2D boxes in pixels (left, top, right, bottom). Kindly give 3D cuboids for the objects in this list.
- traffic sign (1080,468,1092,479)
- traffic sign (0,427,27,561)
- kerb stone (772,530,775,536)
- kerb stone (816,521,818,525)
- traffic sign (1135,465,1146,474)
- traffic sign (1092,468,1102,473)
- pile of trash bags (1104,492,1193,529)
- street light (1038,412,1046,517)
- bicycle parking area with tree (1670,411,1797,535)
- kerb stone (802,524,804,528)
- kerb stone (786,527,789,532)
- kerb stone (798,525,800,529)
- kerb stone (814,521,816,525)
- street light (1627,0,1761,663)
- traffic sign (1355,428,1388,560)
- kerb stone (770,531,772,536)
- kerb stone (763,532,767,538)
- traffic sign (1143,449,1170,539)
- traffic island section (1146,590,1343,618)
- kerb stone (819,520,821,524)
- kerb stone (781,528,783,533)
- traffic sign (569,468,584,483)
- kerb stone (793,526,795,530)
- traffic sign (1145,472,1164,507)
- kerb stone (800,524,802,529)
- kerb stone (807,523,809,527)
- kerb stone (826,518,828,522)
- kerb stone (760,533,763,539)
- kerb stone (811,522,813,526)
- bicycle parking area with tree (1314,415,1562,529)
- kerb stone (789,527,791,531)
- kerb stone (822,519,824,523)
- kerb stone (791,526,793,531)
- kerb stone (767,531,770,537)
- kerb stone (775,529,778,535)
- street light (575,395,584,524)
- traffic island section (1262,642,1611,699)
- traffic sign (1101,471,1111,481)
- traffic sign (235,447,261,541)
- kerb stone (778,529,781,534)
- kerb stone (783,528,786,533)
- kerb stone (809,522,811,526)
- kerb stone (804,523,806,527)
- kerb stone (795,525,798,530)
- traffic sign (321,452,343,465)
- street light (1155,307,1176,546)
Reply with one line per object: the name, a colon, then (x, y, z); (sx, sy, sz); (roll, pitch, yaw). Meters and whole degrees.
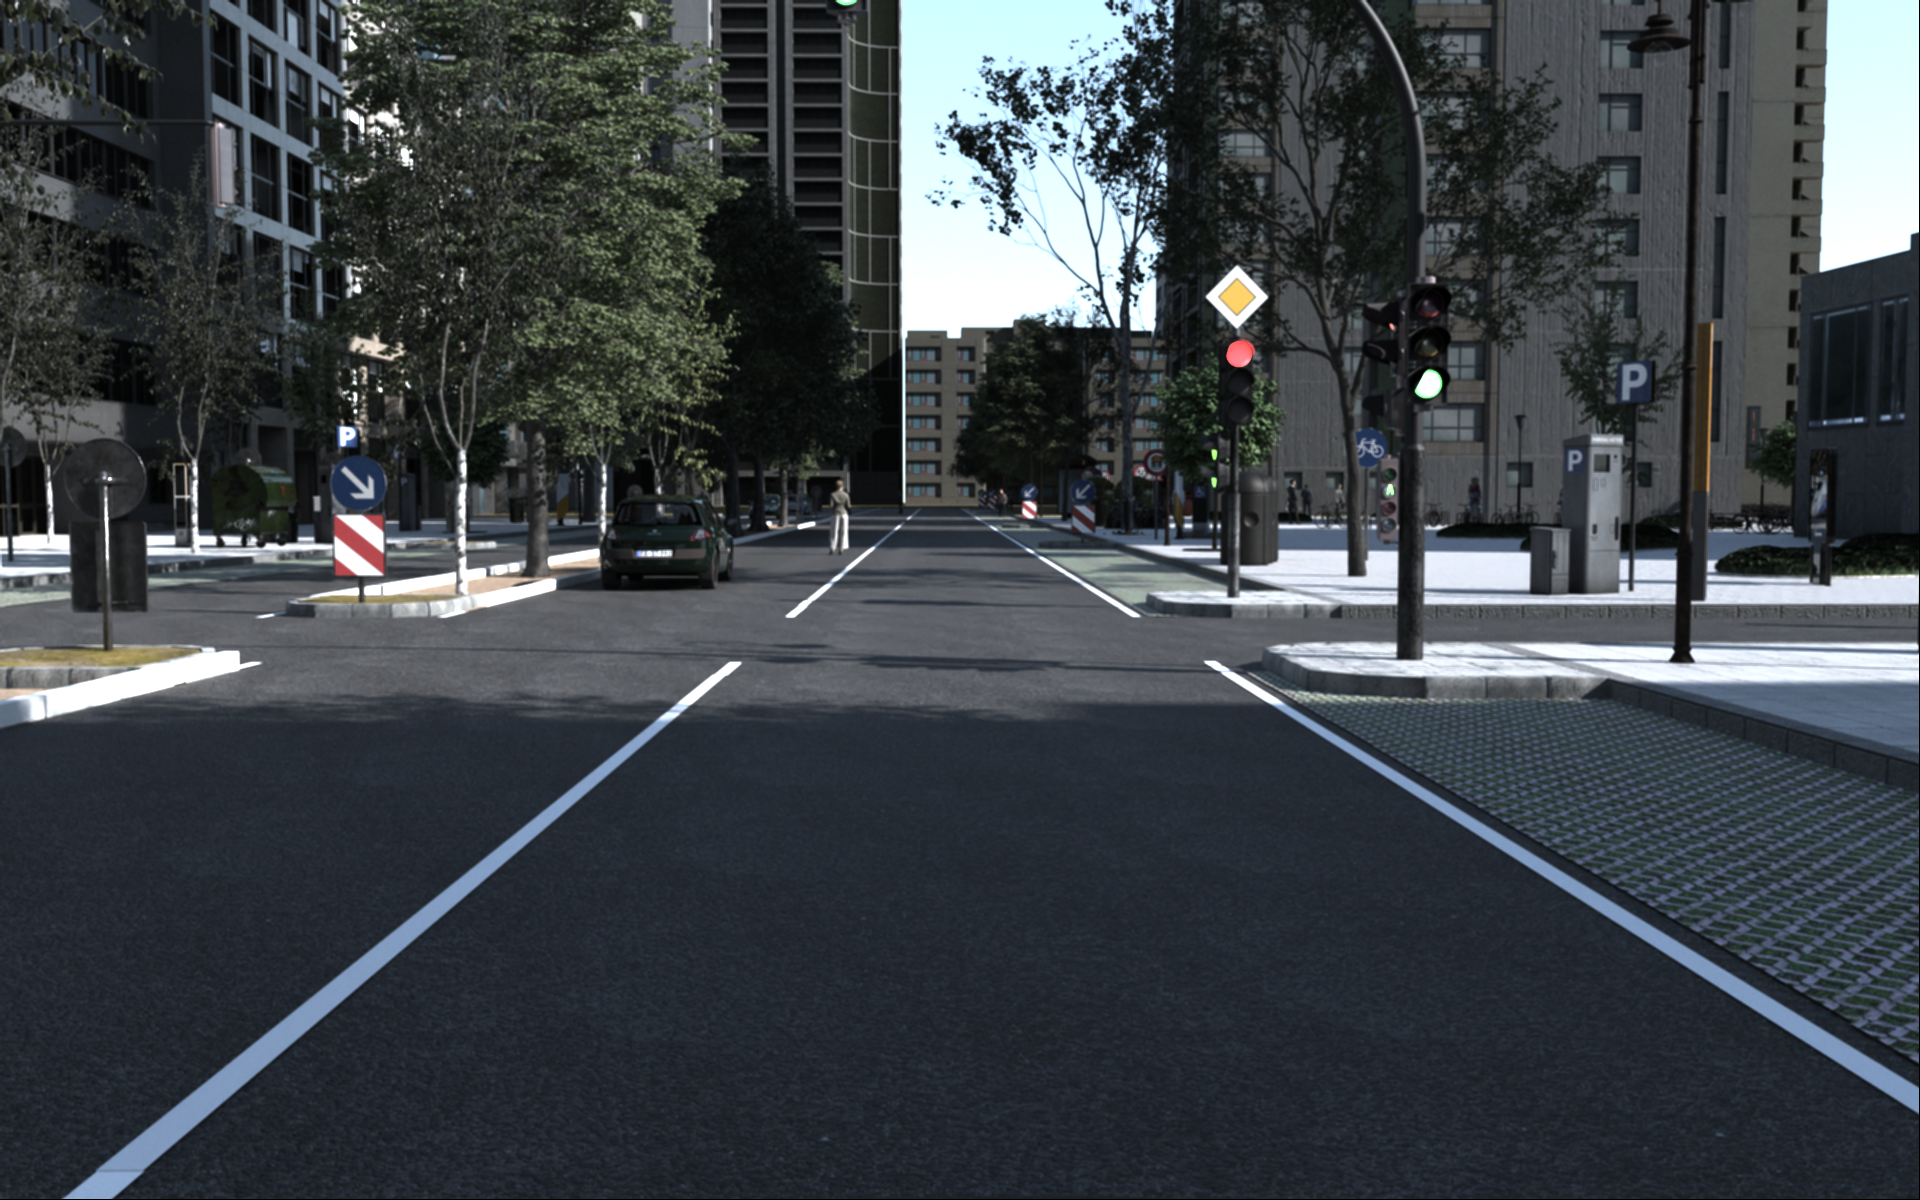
traffic sign: (6.326, -5.248, 85.915); (0.768, 2.556, 0.104); (0, 4, 8)
traffic sign: (-18.104, -2.009, 32.955); (0.768, 2.556, 0.104); (0, 4, 8)
kerb stone: (-6.514, -2.270, 59.318); (0.120, 0.150, 1.000); (0, 4, -1)
kerb stone: (-6.765, -3.517, 79.823); (0.120, 0.150, 1.000); (0, 4, -1)
traffic sign: (7.847, -4.568, 74.794); (0.768, 2.556, 0.104); (0, 4, 1)
traffic sign: (6.715, -5.269, 86.252); (0.768, 2.556, 0.104); (0, 4, 6)
pile of trash bags: (7.177, -3.347, 64.470); (3.447, 1.369, 1.912); (-1, 4, -20)
street light: (4.513, -7.546, 96.169); (0.468, 5.910, 1.993); (0, 4, -1)
bicycle parking area with tree: (28.698, -4.328, 57.772); (9.016, 4.147, 8.231); (1, 4, 19)
kerb stone: (-6.664, -3.014, 71.636); (0.120, 0.150, 1.000); (0, 4, -1)
kerb stone: (-6.579, -2.584, 64.447); (0.120, 0.150, 1.000); (0, 4, -1)
kerb stone: (-6.642, -2.895, 69.591); (0.120, 0.150, 1.000); (0, 4, -1)
kerb stone: (-6.749, -3.455, 78.798); (0.120, 0.150, 1.000); (0, 4, -1)
street light: (5.506, -2.461, 13.030); (0.468, 5.910, 1.993); (0, 4, -1)
traffic sign: (7.852, -2.038, 33.423); (0.768, 2.556, 0.104); (0, 4, 0)
kerb stone: (-6.508, -2.208, 58.295); (0.120, 0.150, 1.000); (0, 4, -1)
kerb stone: (-6.475, -2.082, 56.243); (0.120, 0.150, 1.000); (0, 4, -1)
traffic sign: (5.548, -2.986, 48.925); (0.768, 2.556, 0.104); (0, 4, 1)
traffic island section: (3.410, 0.050, 21.468); (2.009, 0.180, 2.903); (0, 4, -1)
kerb stone: (-6.803, -3.648, 81.877); (0.120, 0.150, 1.000); (0, 4, -1)
kerb stone: (-6.558, -2.459, 62.399); (0.120, 0.150, 1.000); (0, 4, -1)
traffic sign: (-19.682, -5.450, 88.834); (0.795, 2.593, 0.064); (0, 4, 6)
kerb stone: (-6.617, -2.773, 67.533); (0.120, 0.150, 1.000); (0, 4, -1)
traffic sign: (7.858, -4.322, 70.661); (0.884, 2.594, 0.081); (0, 4, 8)
kerb stone: (-6.655, -2.961, 70.613); (0.120, 0.150, 1.000); (0, 4, -1)
kerb stone: (-6.708, -3.209, 74.708); (0.120, 0.150, 1.000); (0, 4, -1)
kerb stone: (-6.861, -3.963, 86.998); (0.120, 0.150, 1.000); (0, 4, -1)
kerb stone: (-6.468, -2.020, 55.216); (0.120, 0.150, 1.000); (0, 4, -1)
kerb stone: (-6.742, -3.334, 76.753); (0.120, 0.150, 1.000); (0, 4, -1)
bicycle parking area with tree: (18.318, -4.751, 64.673); (9.016, 4.147, 8.231); (-2, 4, -34)
kerb stone: (-6.587, -2.647, 65.481); (0.120, 0.150, 1.000); (0, 4, -1)
kerb stone: (-6.824, -3.775, 83.924); (0.120, 0.150, 1.000); (0, 4, -1)
kerb stone: (-6.603, -2.710, 66.506); (0.120, 0.150, 1.000); (0, 4, -1)
kerb stone: (-6.485, -2.145, 57.272); (0.120, 0.150, 1.000); (0, 4, -1)
kerb stone: (-6.527, -2.333, 60.341); (0.120, 0.150, 1.000); (0, 4, -1)
street light: (-16.146, -6.158, 73.477); (0.468, 5.910, 1.993); (0, 4, -1)
traffic island section: (3.510, 0.538, 13.483); (2.009, 0.180, 2.903); (0, 4, -1)
traffic sign: (7.824, -5.751, 94.142); (0.768, 2.556, 0.104); (0, 4, 1)
traffic sign: (-19.303, -2.866, 46.969); (0.768, 2.556, 0.104); (0, 4, 8)
kerb stone: (-6.543, -2.396, 61.366); (0.120, 0.150, 1.000); (0, 4, -1)
kerb stone: (-6.562, -2.521, 63.421); (0.120, 0.150, 1.000); (0, 4, -1)
kerb stone: (-6.722, -3.273, 75.731); (0.120, 0.150, 1.000); (0, 4, -1)
kerb stone: (-6.677, -3.086, 72.657); (0.120, 0.150, 1.000); (0, 4, -1)
kerb stone: (-6.627, -2.836, 68.565); (0.120, 0.150, 1.000); (0, 4, -1)
traffic sign: (-18.868, -3.181, 52.112); (0.768, 2.556, 0.104); (0, 4, 8)
street light: (5.150, -4.288, 42.896); (0.468, 5.910, 1.993); (0, 4, -1)
